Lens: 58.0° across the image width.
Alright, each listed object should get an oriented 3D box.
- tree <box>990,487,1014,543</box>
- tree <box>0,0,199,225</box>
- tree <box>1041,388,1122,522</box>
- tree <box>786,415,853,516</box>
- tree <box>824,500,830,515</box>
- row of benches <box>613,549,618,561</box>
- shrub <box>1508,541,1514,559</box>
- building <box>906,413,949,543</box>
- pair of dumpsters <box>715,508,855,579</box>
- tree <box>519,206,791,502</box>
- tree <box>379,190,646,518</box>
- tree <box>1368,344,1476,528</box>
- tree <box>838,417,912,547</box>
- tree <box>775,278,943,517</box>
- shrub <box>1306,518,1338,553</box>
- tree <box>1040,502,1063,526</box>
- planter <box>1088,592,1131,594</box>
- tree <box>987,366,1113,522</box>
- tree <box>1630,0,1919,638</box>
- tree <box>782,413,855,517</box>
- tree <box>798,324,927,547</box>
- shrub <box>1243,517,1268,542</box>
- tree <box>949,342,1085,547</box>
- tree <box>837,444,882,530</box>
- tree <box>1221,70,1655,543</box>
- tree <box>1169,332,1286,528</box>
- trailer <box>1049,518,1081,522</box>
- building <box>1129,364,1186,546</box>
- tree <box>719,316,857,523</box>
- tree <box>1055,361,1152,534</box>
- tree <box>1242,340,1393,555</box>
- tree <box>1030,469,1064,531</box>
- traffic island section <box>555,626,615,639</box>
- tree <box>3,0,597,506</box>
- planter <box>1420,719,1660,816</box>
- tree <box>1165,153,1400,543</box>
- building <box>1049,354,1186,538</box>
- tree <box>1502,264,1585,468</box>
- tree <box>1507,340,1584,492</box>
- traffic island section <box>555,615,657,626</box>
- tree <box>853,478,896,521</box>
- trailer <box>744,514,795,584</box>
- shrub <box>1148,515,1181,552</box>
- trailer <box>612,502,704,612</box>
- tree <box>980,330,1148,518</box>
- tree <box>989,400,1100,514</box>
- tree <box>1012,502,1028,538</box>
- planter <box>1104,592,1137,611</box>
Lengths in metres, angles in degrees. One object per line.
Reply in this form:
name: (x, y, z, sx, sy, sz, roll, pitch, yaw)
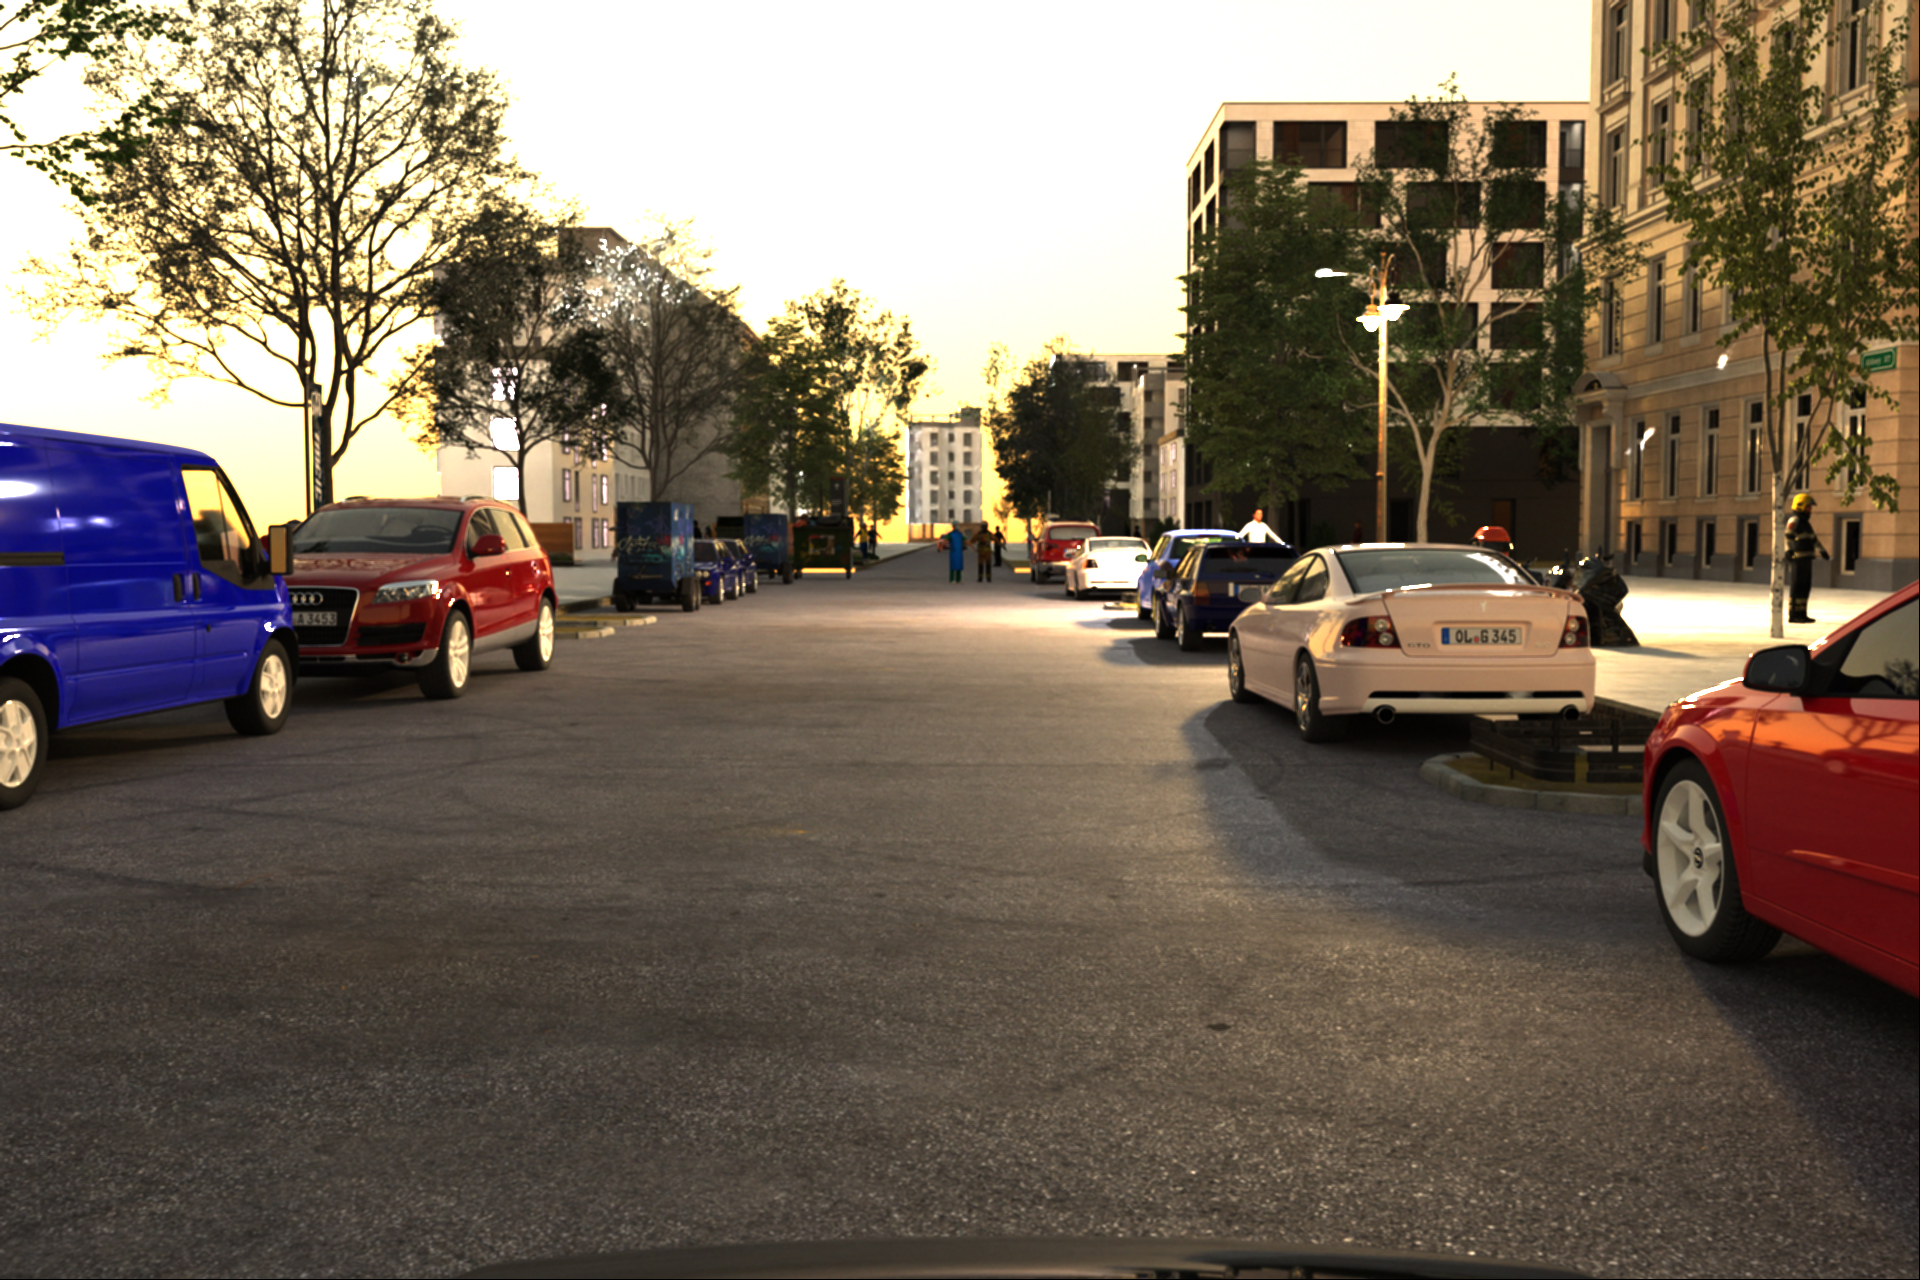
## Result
tree: (6.598, -18.708, 256.236, 4.737, 8.622, 4.395, 0, 3, 0)
tree: (-11.627, -5.588, 17.125, 9.928, 11.665, 9.643, 0, 3, 0)
tree: (6.501, -8.360, 87.043, 4.360, 8.622, 3.978, 0, 3, 0)
tree: (-7.953, -9.562, 106.694, 4.360, 8.622, 3.978, 0, 3, 0)
tree: (-21.010, -19.708, 256.630, 7.601, 10.594, 8.767, 0, 4, 1)
row of benches: (-15.610, -4.186, 83.901, 1.422, 0.672, 4.104, 1, 4, 18)
shrub: (23.244, -3.864, 74.294, 1.383, 1.207, 1.383, 0, 3, 0)
building: (-7.717, -24.662, 262.099, 11.380, 20.090, 16.016, 0, 4, -1)
pair of dumpsters: (-5.589, -3.085, 55.385, 4.436, 2.255, 1.574, 0, 4, 0)
tree: (-11.303, -9.407, 64.179, 12.009, 13.543, 11.850, 0, 3, 0)
tree: (-12.354, -6.933, 47.761, 7.601, 10.594, 8.767, -1, 4, -21)
tree: (17.436, -7.020, 65.141, 4.737, 8.622, 4.395, 0, 3, 0)
tree: (-8.362, -15.257, 167.581, 7.486, 12.596, 7.792, 0, 3, 0)
tree: (-7.602, -16.536, 126.253, 12.611, 20.169, 13.585, 0, 3, 0)
shrub: (17.004, -4.713, 81.097, 1.661, 2.075, 1.752, 0, 3, 0)
tree: (7.742, -12.621, 156.718, 4.737, 8.622, 4.395, 0, 3, 0)
planter: (3.861, -1.318, 42.695, 1.991, 0.319, 1.994, 0, 4, 1)
tree: (7.019, -13.706, 130.749, 9.857, 13.997, 8.962, 0, 3, 0)
tree: (10.184, -4.314, 20.900, 4.737, 8.622, 4.395, 0, 3, 0)
tree: (-8.449, -9.166, 100.221, 4.737, 8.622, 4.395, 0, 3, 0)
tree: (-8.874, -18.174, 153.030, 12.611, 20.169, 13.585, 0, 3, 0)
shrub: (14.188, -4.736, 81.477, 1.661, 2.075, 1.752, 0, 3, 0)
tree: (5.751, -19.288, 171.246, 12.611, 20.169, 13.585, 0, 3, 0)
tree: (-8.661, -11.564, 139.434, 4.737, 8.622, 4.395, 0, 3, 0)
tree: (9.593, -6.210, 35.950, 8.767, 10.594, 7.601, 1, 4, 12)
tree: (9.816, -6.920, 63.499, 4.737, 8.622, 4.395, 0, 3, 0)
trailer: (3.709, -3.374, 62.211, 1.471, 1.999, 3.904, 0, 4, -1)
building: (24.126, -20.570, 192.738, 16.016, 20.090, 11.380, 0, 4, 1)
tree: (-9.110, -10.571, 90.955, 7.486, 12.596, 7.792, 0, 3, 0)
tree: (5.941, -7.544, 73.703, 4.360, 8.622, 3.978, 0, 3, 0)
tree: (14.574, -8.526, 73.818, 8.767, 10.594, 7.601, 2, 4, 30)
tree: (7.295, -11.588, 139.830, 4.737, 8.622, 4.395, 0, 3, 0)
traffic island section: (-5.973, -0.100, 24.494, 1.991, 0.108, 1.994, 0, 4, 1)
tree: (-12.094, -7.502, 33.027, 12.009, 13.543, 11.850, 0, 3, 0)
planter: (3.698, 0.694, 9.800, 1.991, 0.319, 1.994, 0, 3, 0)
tree: (9.766, -8.209, 52.350, 7.486, 12.596, 7.792, 0, 3, 0)
building: (24.802, -22.564, 212.898, 27.936, 21.610, 32.646, 0, 4, 1)
tree: (24.470, -8.538, 65.352, 9.928, 11.665, 9.643, 0, 3, 0)
tree: (28.953, -8.708, 76.791, 8.767, 10.594, 7.601, -1, 4, -21)
traffic island section: (-5.963, -0.306, 27.875, 1.991, 0.108, 1.994, 0, 4, 1)
tree: (-12.880, -20.007, 261.531, 7.601, 10.594, 8.767, 1, 4, 9)
trailer: (-5.582, -2.585, 49.316, 1.471, 1.999, 3.904, 0, 4, 0)
shrub: (8.194, -3.934, 68.357, 1.661, 2.075, 1.752, 0, 3, 0)
trailer: (-5.590, -1.490, 31.406, 1.471, 1.999, 3.904, 0, 4, 0)
tree: (6.405, -11.939, 105.571, 12.009, 13.543, 11.850, 0, 3, 0)
tree: (6.284, -11.381, 120.495, 7.601, 10.594, 8.767, 2, 4, 34)
tree: (9.988, -19.043, 261.715, 4.737, 8.622, 4.395, 0, 3, 0)
planter: (3.764, -0.731, 33.085, 1.991, 0.319, 1.994, 0, 4, 1)
